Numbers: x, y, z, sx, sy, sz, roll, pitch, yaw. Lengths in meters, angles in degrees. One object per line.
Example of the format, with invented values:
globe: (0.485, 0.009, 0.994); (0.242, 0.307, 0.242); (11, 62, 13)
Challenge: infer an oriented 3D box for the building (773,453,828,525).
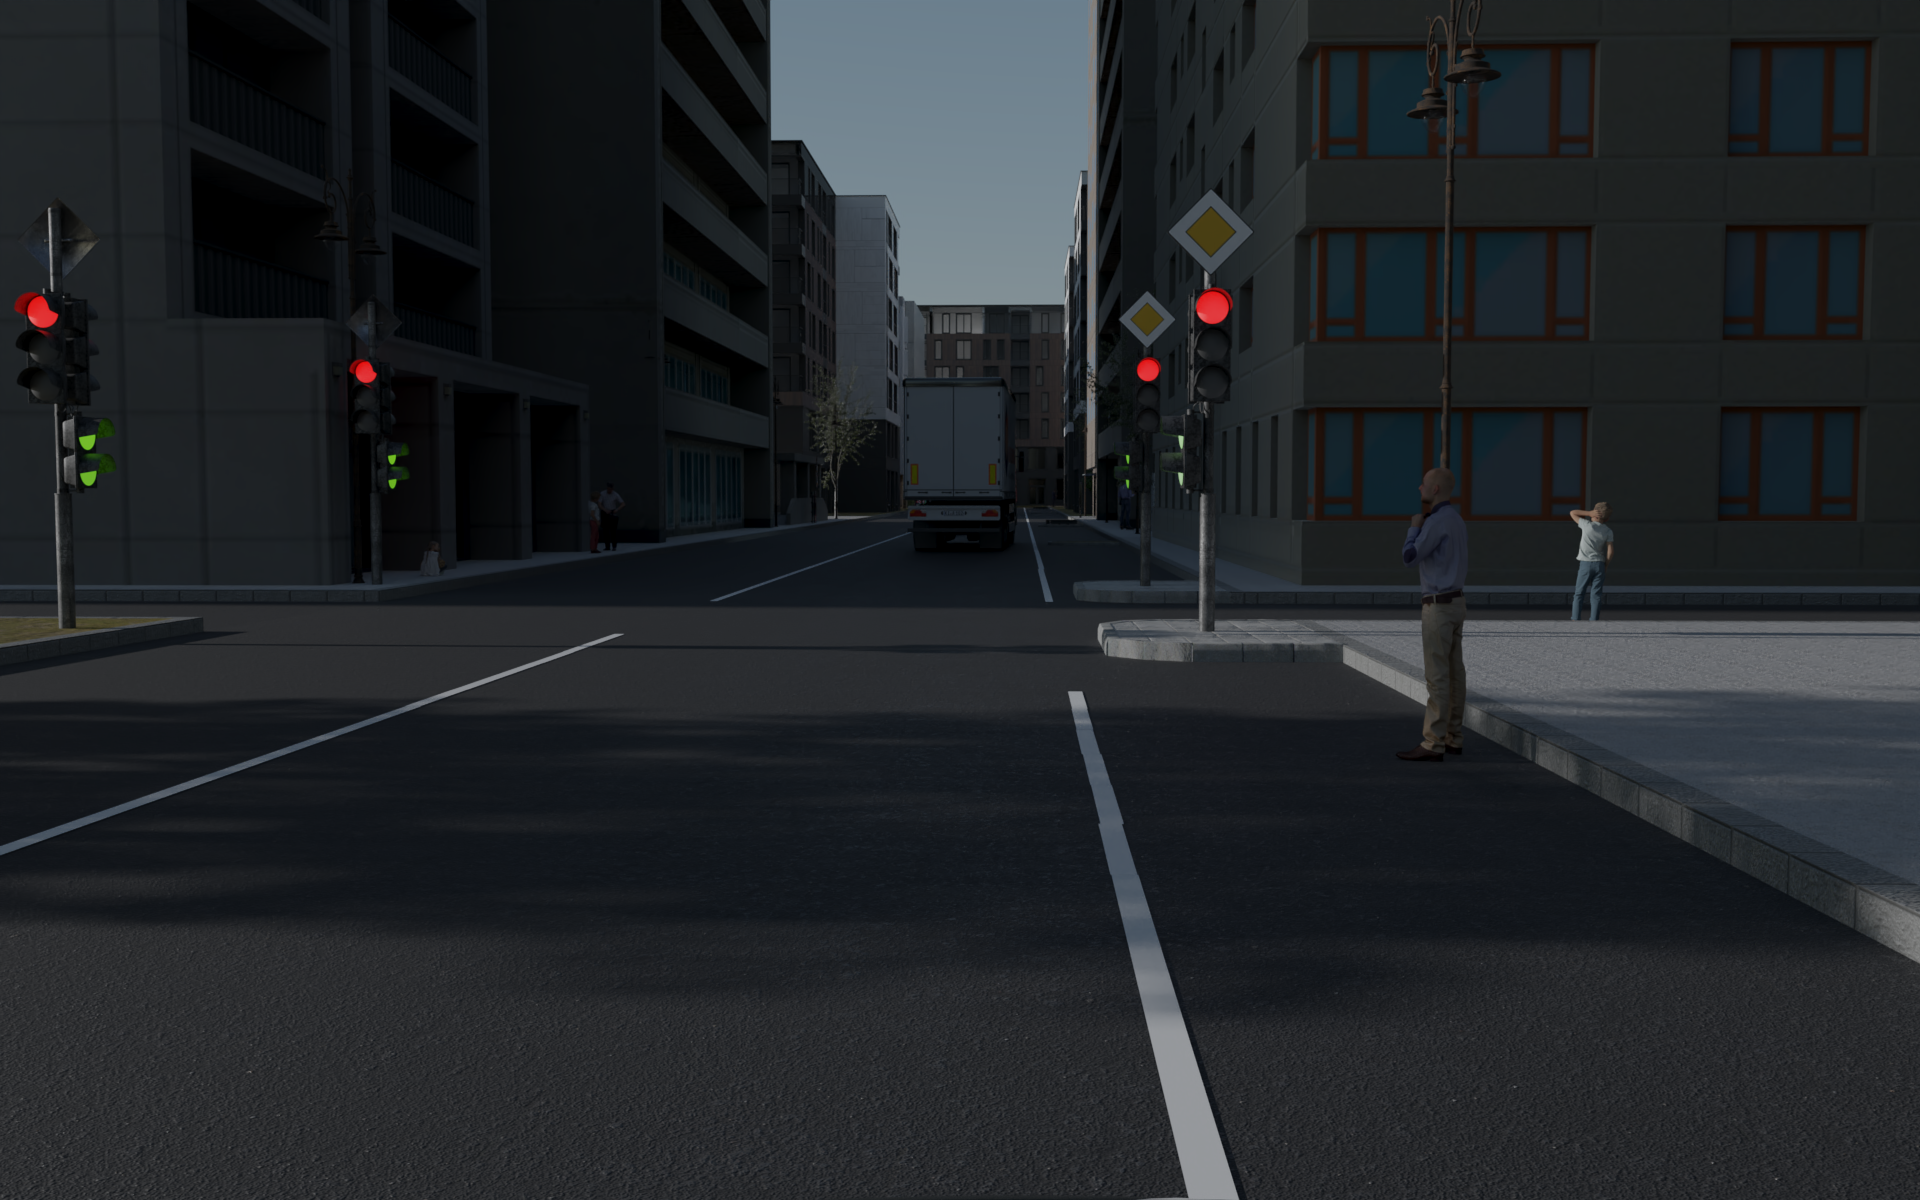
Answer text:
building: (-22.845, -23.596, 77.681); (32.217, 40.220, 23.993); (0, 4, 2)

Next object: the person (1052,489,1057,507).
person: (9.498, -10.227, 173.707); (0.568, 1.767, 0.683); (-1, 4, -20)

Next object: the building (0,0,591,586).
building: (-18.677, -36.360, 32.745); (20.563, 71.187, 20.611); (0, 4, 2)

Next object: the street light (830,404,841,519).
street light: (-6.395, -7.129, 89.340); (0.468, 5.910, 1.993); (0, 4, 2)

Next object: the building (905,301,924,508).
building: (-19.616, -18.411, 167.469); (31.486, 18.905, 16.747); (0, 4, 2)

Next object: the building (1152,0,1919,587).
building: (19.716, -11.738, 36.953); (28.899, 21.520, 27.650); (0, 4, 2)

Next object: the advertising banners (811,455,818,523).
advertising banners: (-6.404, -4.906, 76.398); (0.090, 3.025, 2.074); (0, 4, 3)

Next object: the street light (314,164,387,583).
street light: (-8.655, -3.178, 24.746); (0.468, 5.910, 1.993); (0, 4, 2)

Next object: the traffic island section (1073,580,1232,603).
traffic island section: (2.609, -0.117, 24.187); (2.009, 0.180, 2.903); (0, 4, 2)

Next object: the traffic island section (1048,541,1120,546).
traffic island section: (3.474, -1.598, 48.997); (1.991, 0.108, 1.994); (0, 4, 2)

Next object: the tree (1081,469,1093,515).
tree: (8.560, -6.978, 108.683); (1.663, 3.219, 1.824); (0, 3, 0)

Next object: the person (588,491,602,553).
person: (-7.880, -1.684, 37.483); (0.340, 1.345, 0.435); (-2, 4, -28)

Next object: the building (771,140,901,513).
building: (-19.062, -16.691, 116.881); (27.936, 21.610, 32.646); (0, 4, 2)

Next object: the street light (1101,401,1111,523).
street light: (6.550, -6.383, 77.157); (0.468, 5.910, 1.993); (0, 4, 2)

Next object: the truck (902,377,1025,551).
truck: (0.214, -3.571, 47.301); (2.839, 4.237, 11.283); (0, 4, 4)

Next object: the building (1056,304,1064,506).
building: (23.423, -19.228, 158.347); (27.936, 21.610, 32.646); (0, 4, 2)

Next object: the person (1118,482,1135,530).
person: (6.050, -3.449, 62.296); (0.599, 1.838, 0.709); (-3, 5, -44)

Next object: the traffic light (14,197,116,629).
traffic light: (-8.524, -1.684, 16.454); (0.839, 4.253, 0.868); (0, 4, 2)

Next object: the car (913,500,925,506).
car: (-2.110, -6.657, 117.874); (2.155, 1.783, 4.494); (0, 4, 2)

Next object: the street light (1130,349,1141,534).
street light: (5.700, -5.056, 55.452); (0.468, 5.910, 1.993); (0, 4, 2)

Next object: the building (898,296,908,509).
building: (-12.449, -17.983, 150.445); (16.016, 20.091, 11.380); (0, 4, 2)

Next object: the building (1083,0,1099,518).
building: (13.918, -26.964, 90.971); (14.600, 45.320, 14.200); (0, 4, 2)

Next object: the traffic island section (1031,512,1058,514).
traffic island section: (6.156, -6.305, 125.946); (1.991, 0.108, 1.994); (0, 4, 2)

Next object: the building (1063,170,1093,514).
building: (22.110, -17.216, 125.458); (27.936, 21.610, 32.646); (0, 4, 2)

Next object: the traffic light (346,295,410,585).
traffic light: (-8.246, -2.172, 24.434); (0.839, 4.253, 0.868); (0, 4, 2)

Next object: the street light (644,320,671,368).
street light: (-8.001, -4.469, 45.853); (0.468, 5.910, 1.993); (0, 4, 2)

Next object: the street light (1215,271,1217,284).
street light: (4.947, -3.765, 34.348); (0.468, 5.910, 1.993); (0, 4, 2)

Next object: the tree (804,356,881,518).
tree: (-6.551, -8.748, 93.398); (4.360, 8.622, 3.978); (0, 3, 0)

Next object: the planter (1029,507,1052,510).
planter: (7.093, -8.057, 152.867); (1.991, 0.319, 1.994); (0, 4, 2)

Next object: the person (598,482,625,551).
person: (-7.885, -1.892, 39.194); (0.614, 1.554, 0.590); (0, 4, -5)

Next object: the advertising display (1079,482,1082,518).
advertising display: (6.556, -5.444, 94.228); (0.123, 1.923, 0.974); (0, 4, 3)

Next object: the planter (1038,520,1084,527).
planter: (4.408, -3.350, 75.918); (1.991, 0.319, 1.994); (0, 4, 2)

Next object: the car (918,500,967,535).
car: (-0.559, -3.297, 62.701); (1.959, 1.807, 4.718); (0, 4, 1)

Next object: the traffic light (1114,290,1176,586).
traffic light: (2.570, -2.150, 24.075); (0.839, 4.253, 0.868); (0, 4, 2)

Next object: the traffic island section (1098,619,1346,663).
traffic island section: (2.331, 0.372, 16.207); (2.009, 0.180, 2.903); (0, 4, 2)

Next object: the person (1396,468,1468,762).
person: (2.580, 0.070, 9.418); (0.319, 1.574, 0.516); (3, 5, 41)

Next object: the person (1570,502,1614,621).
person: (6.602, -0.353, 18.188); (0.435, 1.345, 0.340); (0, 4, 3)

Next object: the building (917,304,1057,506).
building: (11.486, -21.599, 197.118); (32.646, 21.610, 27.936); (0, 4, 2)

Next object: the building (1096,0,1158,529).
building: (16.981, -27.473, 72.888); (21.300, 48.544, 21.600); (0, 4, 2)

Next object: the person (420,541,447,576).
person: (-8.276, -0.653, 27.199); (0.381, 0.543, 0.357); (0, 4, 1)

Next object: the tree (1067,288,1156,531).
tree: (6.455, -6.691, 59.763); (4.360, 8.622, 3.978); (0, 3, 0)

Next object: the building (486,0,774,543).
building: (-18.112, -26.348, 54.495); (21.300, 48.544, 21.600); (0, 4, 2)

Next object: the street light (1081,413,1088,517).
street light: (7.151, -7.705, 98.756); (0.468, 5.910, 1.993); (0, 4, 2)

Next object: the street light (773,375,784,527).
street light: (-7.193, -5.798, 67.577); (0.468, 5.910, 1.993); (0, 4, 2)

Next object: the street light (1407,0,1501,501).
street light: (4.364, -2.611, 15.484); (0.468, 5.910, 1.993); (0, 4, 2)

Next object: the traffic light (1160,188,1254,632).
traffic light: (2.291, -1.662, 16.094); (0.839, 4.253, 0.868); (0, 4, 2)
